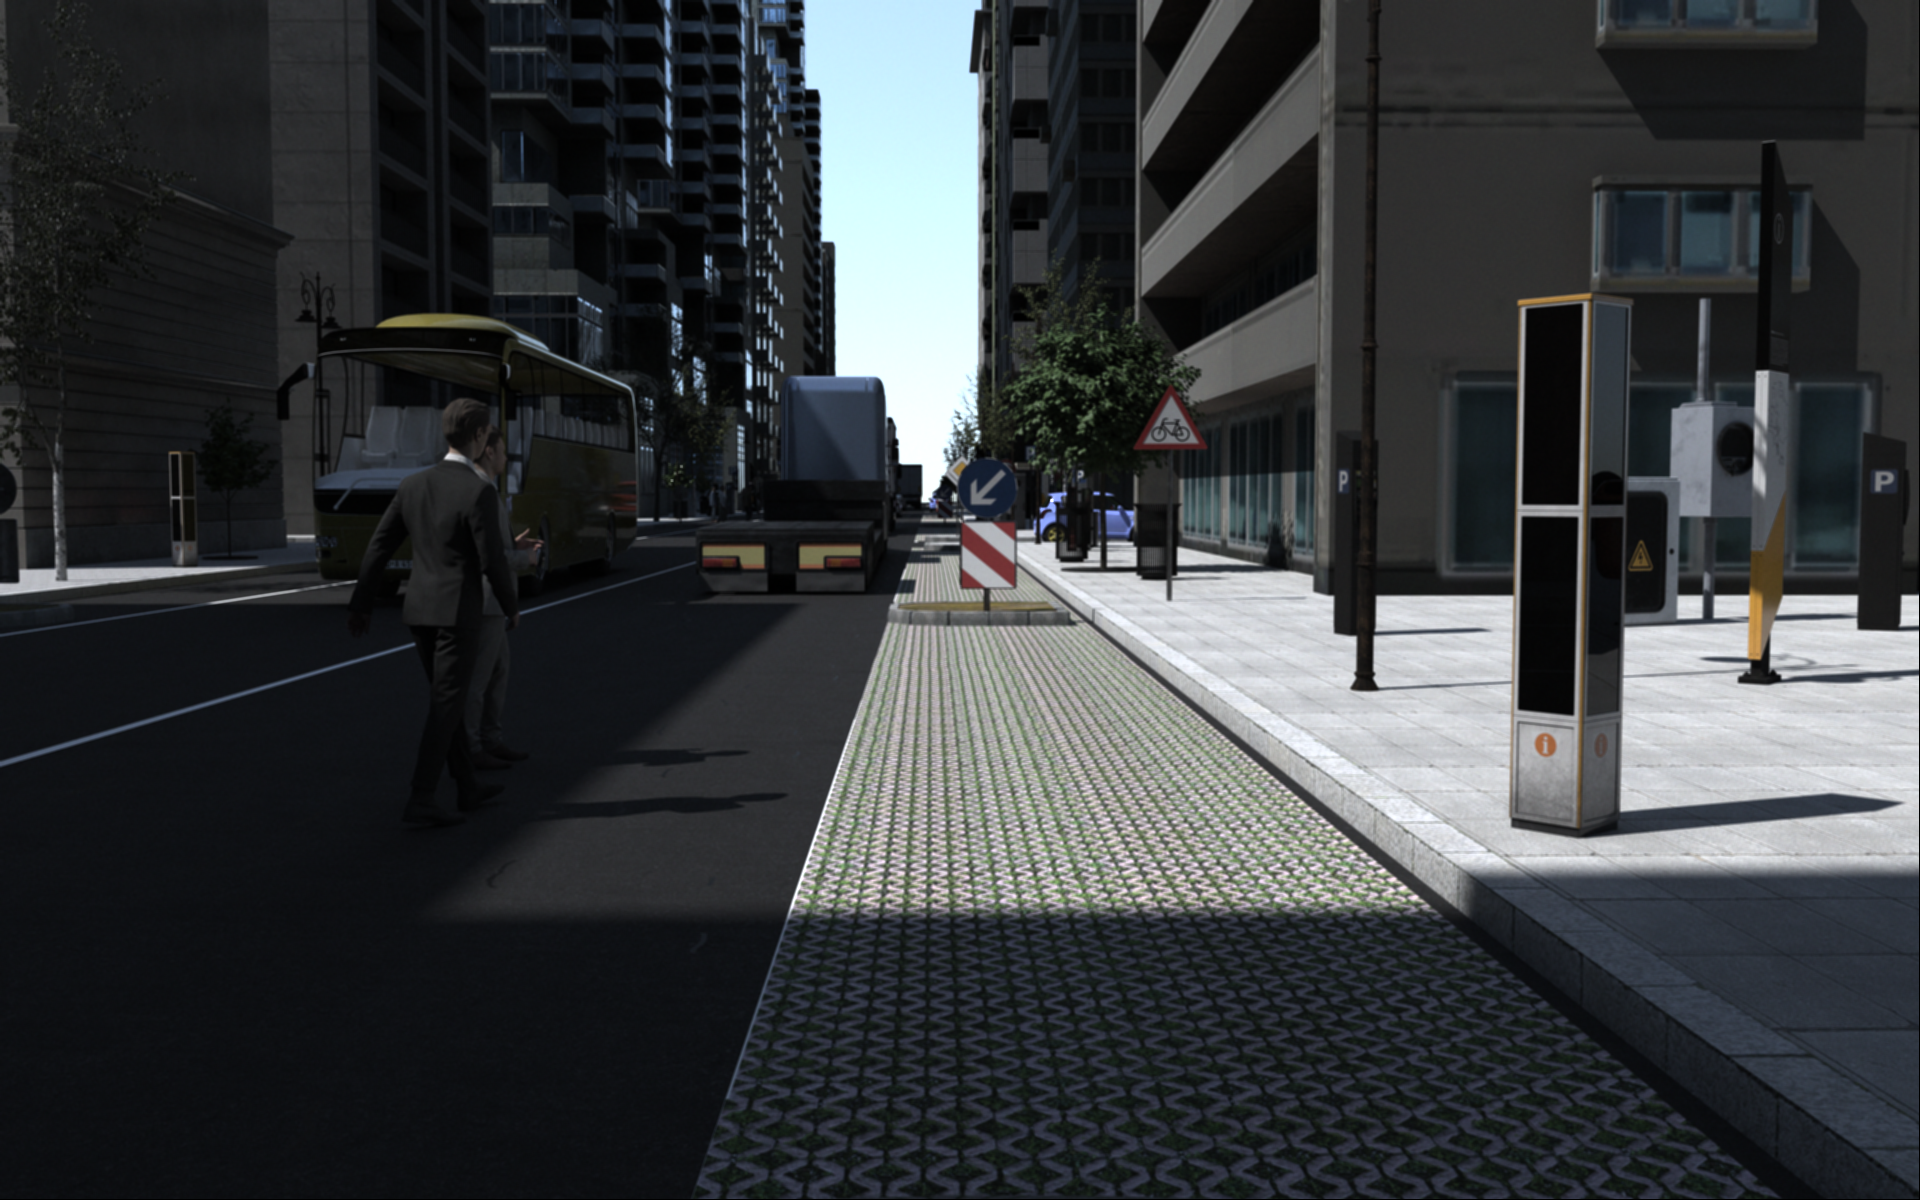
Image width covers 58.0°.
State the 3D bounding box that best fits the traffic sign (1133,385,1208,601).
[{"bbox_3d":[2.511,-1.267,20.714,0.884,2.594,0.081,0,4,2],"label":"traffic sign"}]

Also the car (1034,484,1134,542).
[{"bbox_3d":[3.900,-2.363,48.221,3.694,1.707,1.945,0,4,-1],"label":"car"}]

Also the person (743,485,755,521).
[{"bbox_3d":[-9.138,-4.067,74.912,0.656,1.842,0.836,1,4,18],"label":"person"}]

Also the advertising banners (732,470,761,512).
[{"bbox_3d":[-15.240,-7.775,123.308,2.074,3.025,0.090,0,4,0],"label":"advertising banners"}]

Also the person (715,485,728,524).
[{"bbox_3d":[-9.666,-3.750,70.043,0.641,1.798,0.478,1,4,21],"label":"person"}]

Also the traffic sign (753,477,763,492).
[{"bbox_3d":[-14.691,-7.693,125.894,0.768,2.556,0.104,0,4,0],"label":"traffic sign"}]

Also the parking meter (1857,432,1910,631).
[{"bbox_3d":[8.705,-0.648,16.311,0.399,1.863,0.255,2,4,29],"label":"parking meter"}]

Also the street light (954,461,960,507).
[{"bbox_3d":[-0.068,-12.118,170.910,0.468,5.910,1.993,0,4,-1],"label":"street light"}]

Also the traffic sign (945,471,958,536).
[{"bbox_3d":[-0.081,-2.997,52.649,0.795,2.450,0.064,0,4,-1],"label":"traffic sign"}]

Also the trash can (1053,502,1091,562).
[{"bbox_3d":[2.111,-1.286,32.686,0.748,1.137,0.748,0,3,0],"label":"trash can"}]

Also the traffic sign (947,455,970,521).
[{"bbox_3d":[0.055,-2.509,44.665,0.795,2.450,0.064,0,4,-1],"label":"traffic sign"}]

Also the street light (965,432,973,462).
[{"bbox_3d":[0.828,-9.387,126.262,0.468,5.910,1.993,0,4,-1],"label":"street light"}]

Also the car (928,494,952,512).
[{"bbox_3d":[-1.572,-7.853,137.990,1.945,1.707,3.694,0,4,-1],"label":"car"}]

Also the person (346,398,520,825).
[{"bbox_3d":[-2.219,0.038,7.654,0.659,1.850,0.755,2,4,28],"label":"person"}]

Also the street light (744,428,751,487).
[{"bbox_3d":[-14.896,-9.069,121.071,0.468,5.910,1.993,0,4,-1],"label":"street light"}]

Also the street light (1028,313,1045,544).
[{"bbox_3d":[2.004,-4.374,44.297,0.468,5.910,1.993,0,4,-1],"label":"street light"}]

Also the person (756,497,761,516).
[{"bbox_3d":[-13.058,-6.044,112.000,0.352,1.250,0.332,1,4,16],"label":"person"}]

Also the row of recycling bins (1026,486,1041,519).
[{"bbox_3d":[2.848,-5.070,90.004,3.534,1.692,1.069,1,4,18],"label":"row of recycling bins"}]

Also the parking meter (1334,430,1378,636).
[{"bbox_3d":[3.606,-0.615,15.767,0.255,1.863,0.399,-1,4,-15],"label":"parking meter"}]

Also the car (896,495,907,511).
[{"bbox_3d":[-5.641,-8.452,150.558,2.083,1.381,4.827,0,4,1],"label":"car"}]

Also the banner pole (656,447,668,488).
[{"bbox_3d":[-15.819,-6.220,91.711,0.863,3.779,0.401,-3,5,-43],"label":"banner pole"}]

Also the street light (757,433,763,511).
[{"bbox_3d":[-14.909,-9.564,129.157,0.468,5.910,1.993,0,4,-1],"label":"street light"}]

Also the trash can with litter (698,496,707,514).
[{"bbox_3d":[-16.574,-6.120,111.448,0.624,1.170,1.055,-1,4,-16],"label":"trash can with litter"}]

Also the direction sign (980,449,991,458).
[{"bbox_3d":[1.231,-5.840,87.485,0.876,3.537,0.379,-3,5,-39],"label":"direction sign"}]

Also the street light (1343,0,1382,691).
[{"bbox_3d":[2.651,-2.348,11.171,0.468,5.910,1.993,0,4,-1],"label":"street light"}]

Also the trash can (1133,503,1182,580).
[{"bbox_3d":[2.959,-0.878,26.006,0.748,1.137,0.748,0,3,0],"label":"trash can"}]

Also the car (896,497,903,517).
[{"bbox_3d":[-4.583,-5.829,107.658,2.083,1.381,4.827,0,4,0],"label":"car"}]

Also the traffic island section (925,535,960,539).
[{"bbox_3d":[-0.058,-1.862,52.727,2.009,0.180,2.903,0,4,-1],"label":"traffic island section"}]

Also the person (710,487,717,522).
[{"bbox_3d":[-12.640,-4.906,88.901,0.419,1.800,0.721,-1,4,-18],"label":"person"}]

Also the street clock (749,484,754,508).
[{"bbox_3d":[-14.781,-7.228,122.753,0.358,2.002,0.471,-2,4,-33],"label":"street clock"}]

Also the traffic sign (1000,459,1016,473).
[{"bbox_3d":[1.669,-3.842,62.926,0.768,2.556,0.104,1,4,9],"label":"traffic sign"}]

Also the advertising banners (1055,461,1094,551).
[{"bbox_3d":[2.534,-2.613,38.916,0.090,3.025,2.074,2,4,29],"label":"advertising banners"}]

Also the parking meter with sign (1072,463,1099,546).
[{"bbox_3d":[2.987,-2.787,41.832,0.543,3.016,1.738,1,4,16],"label":"parking meter with sign"}]

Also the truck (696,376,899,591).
[{"bbox_3d":[-2.755,-2.690,33.748,2.967,4.110,18.799,0,4,-1],"label":"truck"}]

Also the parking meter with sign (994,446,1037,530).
[{"bbox_3d":[1.957,-4.022,62.019,1.738,3.016,0.543,-3,5,-42],"label":"parking meter with sign"}]

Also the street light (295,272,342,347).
[{"bbox_3d":[-13.345,-3.877,36.178,0.468,5.910,1.993,0,4,-1],"label":"street light"}]

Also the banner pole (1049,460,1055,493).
[{"bbox_3d":[5.074,-6.601,97.944,0.863,3.779,0.401,1,4,14],"label":"banner pole"}]

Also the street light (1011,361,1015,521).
[{"bbox_3d":[1.831,-5.342,60.126,0.468,5.910,1.993,0,4,-1],"label":"street light"}]

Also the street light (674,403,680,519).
[{"bbox_3d":[-14.258,-7.007,87.349,0.468,5.910,1.993,0,4,-1],"label":"street light"}]

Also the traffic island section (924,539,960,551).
[{"bbox_3d":[0.078,-1.374,44.743,2.009,0.180,2.903,0,4,-1],"label":"traffic island section"}]

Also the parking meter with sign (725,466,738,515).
[{"bbox_3d":[-14.370,-6.843,108.142,0.543,3.016,1.738,1,4,8],"label":"parking meter with sign"}]

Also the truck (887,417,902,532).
[{"bbox_3d":[-3.784,-4.868,68.508,2.839,4.237,11.283,0,4,-1],"label":"truck"}]

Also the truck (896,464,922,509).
[{"bbox_3d":[-5.013,-11.016,169.018,2.839,4.237,11.283,0,4,-2],"label":"truck"}]

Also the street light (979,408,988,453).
[{"bbox_3d":[1.251,-7.364,93.193,0.468,5.910,1.993,0,4,-1],"label":"street light"}]
